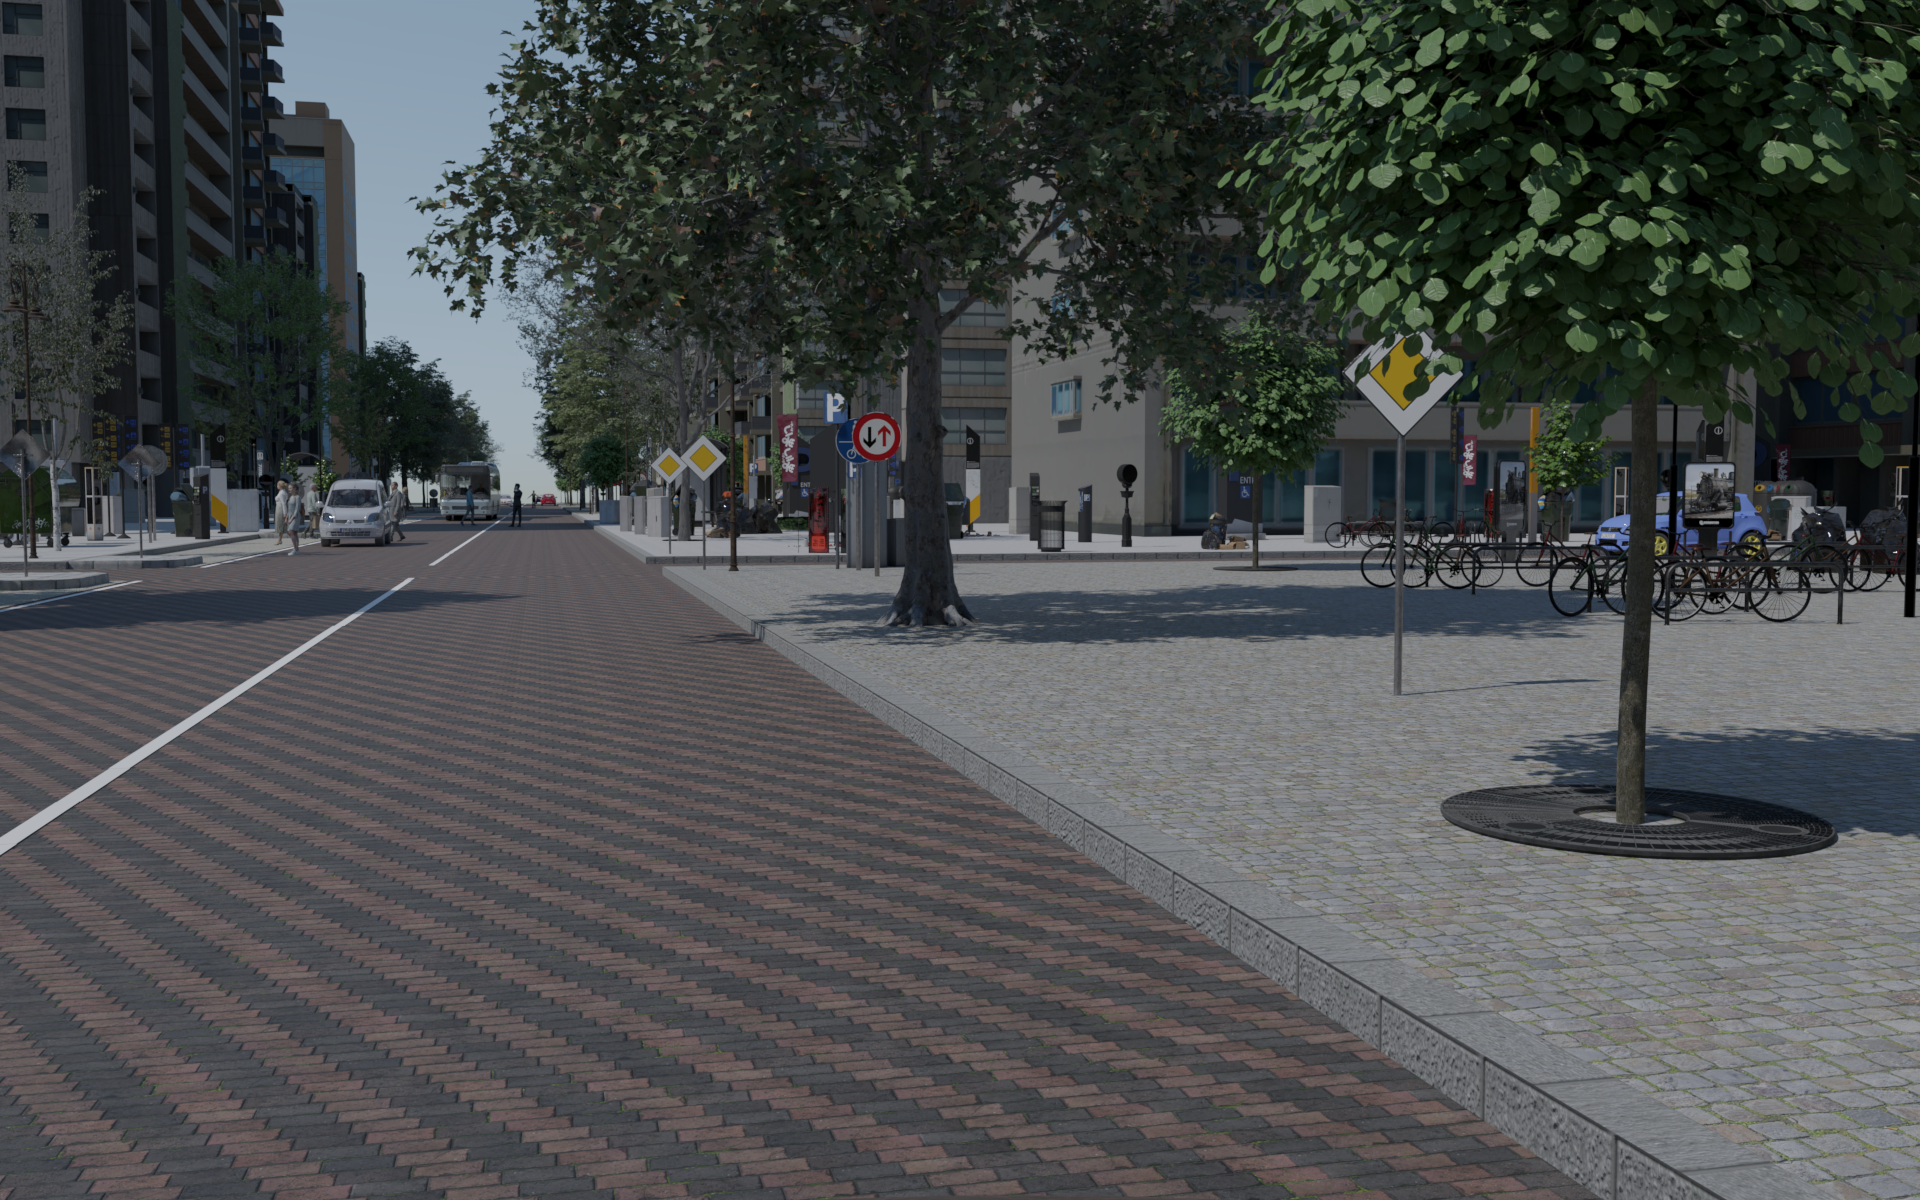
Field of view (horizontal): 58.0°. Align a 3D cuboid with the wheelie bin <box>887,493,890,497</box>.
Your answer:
[{"bbox_3d":[-3.032,-3.397,63.455,0.980,1.594,0.693,-1,4,-19],"label":"wheelie bin"}]

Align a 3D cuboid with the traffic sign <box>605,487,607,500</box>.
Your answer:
[{"bbox_3d":[-19.840,-5.935,97.140,0.768,2.556,0.104,0,4,-6],"label":"traffic sign"}]

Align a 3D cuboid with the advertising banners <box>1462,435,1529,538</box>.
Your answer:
[{"bbox_3d":[15.621,-3.332,50.673,2.074,3.025,0.090,2,4,31],"label":"advertising banners"}]

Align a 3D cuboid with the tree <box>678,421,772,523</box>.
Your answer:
[{"bbox_3d":[-11.084,-5.789,78.363,4.285,4.588,4.351,0,3,0],"label":"tree"}]

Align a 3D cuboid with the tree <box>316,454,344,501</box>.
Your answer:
[{"bbox_3d":[-30.567,-5.428,83.357,1.663,3.219,1.824,0,3,0],"label":"tree"}]

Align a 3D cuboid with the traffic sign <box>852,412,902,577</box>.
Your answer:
[{"bbox_3d":[-1.289,-1.639,26.902,0.768,2.556,0.104,0,4,-5],"label":"traffic sign"}]

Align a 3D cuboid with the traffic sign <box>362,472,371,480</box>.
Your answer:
[{"bbox_3d":[-34.703,-6.165,100.909,0.768,2.556,0.104,0,4,-4],"label":"traffic sign"}]

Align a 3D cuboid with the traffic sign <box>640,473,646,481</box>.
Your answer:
[{"bbox_3d":[-18.490,-6.133,100.387,0.768,2.556,0.104,-1,4,-13],"label":"traffic sign"}]

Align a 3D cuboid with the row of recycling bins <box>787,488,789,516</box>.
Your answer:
[{"bbox_3d":[-6.214,-4.315,77.667,3.534,1.692,1.069,2,4,25],"label":"row of recycling bins"}]

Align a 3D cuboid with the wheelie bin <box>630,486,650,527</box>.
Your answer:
[{"bbox_3d":[-12.573,-3.699,68.390,0.980,1.594,0.693,-2,4,-30],"label":"wheelie bin"}]

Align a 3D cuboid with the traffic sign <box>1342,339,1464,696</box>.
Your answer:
[{"bbox_3d":[2.784,-0.598,10.957,0.795,2.450,0.064,0,4,-7],"label":"traffic sign"}]

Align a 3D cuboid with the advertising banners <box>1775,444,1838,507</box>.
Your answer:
[{"bbox_3d":[29.252,-3.897,59.906,2.074,3.025,0.090,3,5,41],"label":"advertising banners"}]

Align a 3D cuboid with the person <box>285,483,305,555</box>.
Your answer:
[{"bbox_3d":[-15.648,-1.909,40.718,0.512,1.701,0.522,3,5,44],"label":"person"}]

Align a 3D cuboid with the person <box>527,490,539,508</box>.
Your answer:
[{"bbox_3d":[-43.529,-10.292,176.779,1.348,1.823,0.705,1,4,17],"label":"person"}]

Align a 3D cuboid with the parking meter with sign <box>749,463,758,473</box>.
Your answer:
[{"bbox_3d":[-11.728,-6.139,96.626,0.543,3.016,1.738,0,4,7],"label":"parking meter with sign"}]

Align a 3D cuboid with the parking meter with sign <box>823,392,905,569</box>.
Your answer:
[{"bbox_3d":[-1.599,-2.072,30.137,0.543,3.016,1.738,3,4,36],"label":"parking meter with sign"}]

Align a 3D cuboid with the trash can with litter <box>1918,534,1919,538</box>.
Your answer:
[{"bbox_3d":[27.944,-2.411,50.483,1.678,1.210,2.233,-3,5,-44],"label":"trash can with litter"}]

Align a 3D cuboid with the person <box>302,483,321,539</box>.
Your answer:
[{"bbox_3d":[-20.437,-2.794,54.667,0.515,1.767,0.782,-3,5,-40],"label":"person"}]

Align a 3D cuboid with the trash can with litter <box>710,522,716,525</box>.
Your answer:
[{"bbox_3d":[-10.123,-3.723,72.258,0.624,1.170,1.055,0,4,1],"label":"trash can with litter"}]

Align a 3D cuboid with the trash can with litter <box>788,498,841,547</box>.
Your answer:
[{"bbox_3d":[-2.957,-1.911,42.302,2.233,1.210,1.678,1,4,14],"label":"trash can with litter"}]

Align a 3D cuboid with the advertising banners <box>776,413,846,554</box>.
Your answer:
[{"bbox_3d":[-3.034,-2.524,37.460,2.074,3.025,0.090,1,4,21],"label":"advertising banners"}]

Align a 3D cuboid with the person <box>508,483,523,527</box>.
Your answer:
[{"bbox_3d":[-19.426,-4.154,75.778,0.648,1.900,0.474,3,4,38],"label":"person"}]

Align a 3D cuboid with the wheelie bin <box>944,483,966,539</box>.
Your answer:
[{"bbox_3d":[-0.326,-2.536,49.373,0.980,1.594,0.693,-2,4,-27],"label":"wheelie bin"}]

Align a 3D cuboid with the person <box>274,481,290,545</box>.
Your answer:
[{"bbox_3d":[-18.789,-2.413,48.186,0.641,1.798,0.478,0,3,0],"label":"person"}]

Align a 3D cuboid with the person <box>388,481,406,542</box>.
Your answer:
[{"bbox_3d":[-17.122,-2.677,52.370,0.767,1.812,0.694,-3,4,-36],"label":"person"}]

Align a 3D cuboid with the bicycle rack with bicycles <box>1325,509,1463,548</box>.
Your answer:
[{"bbox_3d":[10.397,-1.726,41.607,2.925,0.926,2.852,1,4,20],"label":"bicycle rack with bicycles"}]

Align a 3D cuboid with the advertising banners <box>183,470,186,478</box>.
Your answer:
[{"bbox_3d":[-29.125,-4.201,64.877,0.090,3.025,2.074,-2,4,-29],"label":"advertising banners"}]

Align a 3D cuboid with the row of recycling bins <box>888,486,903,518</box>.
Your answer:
[{"bbox_3d":[-2.980,-5.194,92.039,1.069,1.692,3.534,1,4,19],"label":"row of recycling bins"}]

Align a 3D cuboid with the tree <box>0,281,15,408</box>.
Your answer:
[{"bbox_3d":[-15.360,-6.218,18.673,9.611,12.733,9.660,0,3,0],"label":"tree"}]

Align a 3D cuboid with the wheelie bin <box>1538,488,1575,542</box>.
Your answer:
[{"bbox_3d":[16.068,-2.364,46.563,0.980,1.594,0.693,-1,4,-10],"label":"wheelie bin"}]

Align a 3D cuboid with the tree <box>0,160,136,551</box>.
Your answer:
[{"bbox_3d":[-20.204,-5.387,38.433,4.360,8.622,3.978,0,3,0],"label":"tree"}]

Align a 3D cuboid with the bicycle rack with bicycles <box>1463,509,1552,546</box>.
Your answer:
[{"bbox_3d":[13.386,-1.784,42.551,2.852,0.926,2.925,1,4,14],"label":"bicycle rack with bicycles"}]

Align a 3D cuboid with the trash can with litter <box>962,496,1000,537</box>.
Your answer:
[{"bbox_3d":[0.459,-2.538,52.546,2.233,1.210,1.678,-3,5,-40],"label":"trash can with litter"}]

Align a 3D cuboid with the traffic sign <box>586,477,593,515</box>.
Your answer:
[{"bbox_3d":[-22.716,-6.533,106.922,0.768,2.556,0.104,0,4,-5],"label":"traffic sign"}]

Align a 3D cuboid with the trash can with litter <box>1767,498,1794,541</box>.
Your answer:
[{"bbox_3d":[22.374,-2.195,47.274,0.624,1.170,1.055,2,4,33],"label":"trash can with litter"}]

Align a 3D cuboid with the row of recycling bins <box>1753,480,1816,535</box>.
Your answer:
[{"bbox_3d":[25.595,-2.854,53.779,1.069,1.692,3.534,0,4,7],"label":"row of recycling bins"}]

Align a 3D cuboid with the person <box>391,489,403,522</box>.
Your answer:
[{"bbox_3d":[-28.773,-4.860,88.301,0.623,1.781,0.721,2,4,24],"label":"person"}]

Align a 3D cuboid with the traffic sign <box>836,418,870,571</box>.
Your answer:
[{"bbox_3d":[-1.701,-1.767,28.992,0.768,2.556,0.104,-1,4,-10],"label":"traffic sign"}]

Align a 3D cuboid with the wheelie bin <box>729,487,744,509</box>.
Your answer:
[{"bbox_3d":[-9.721,-4.137,75.541,0.980,1.594,0.693,0,4,-4],"label":"wheelie bin"}]

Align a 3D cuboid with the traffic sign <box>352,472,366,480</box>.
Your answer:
[{"bbox_3d":[-33.921,-5.973,97.772,0.768,2.556,0.104,0,4,-7],"label":"traffic sign"}]

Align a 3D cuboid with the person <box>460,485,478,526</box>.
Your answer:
[{"bbox_3d":[-22.175,-4.270,78.178,0.748,1.841,0.638,0,4,0],"label":"person"}]

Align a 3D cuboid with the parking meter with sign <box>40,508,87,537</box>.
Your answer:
[{"bbox_3d":[-27.309,-3.416,52.118,1.738,3.016,0.543,-1,4,-18],"label":"parking meter with sign"}]

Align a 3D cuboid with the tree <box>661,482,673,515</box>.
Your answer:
[{"bbox_3d":[-17.053,-6.761,105.136,1.663,3.219,1.824,0,3,0],"label":"tree"}]

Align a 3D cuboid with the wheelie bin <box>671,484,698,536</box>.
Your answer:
[{"bbox_3d":[-8.470,-2.776,53.297,0.693,1.594,0.980,1,4,11],"label":"wheelie bin"}]

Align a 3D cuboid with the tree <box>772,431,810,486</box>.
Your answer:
[{"bbox_3d":[-8.582,-6.569,91.125,4.285,4.588,4.351,0,3,0],"label":"tree"}]

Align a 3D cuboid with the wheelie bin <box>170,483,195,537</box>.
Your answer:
[{"bbox_3d":[-23.156,-2.684,51.784,0.693,1.594,0.980,0,4,0],"label":"wheelie bin"}]

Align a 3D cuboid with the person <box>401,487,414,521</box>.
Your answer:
[{"bbox_3d":[-28.951,-5.005,90.513,0.728,1.800,0.709,2,4,31],"label":"person"}]
